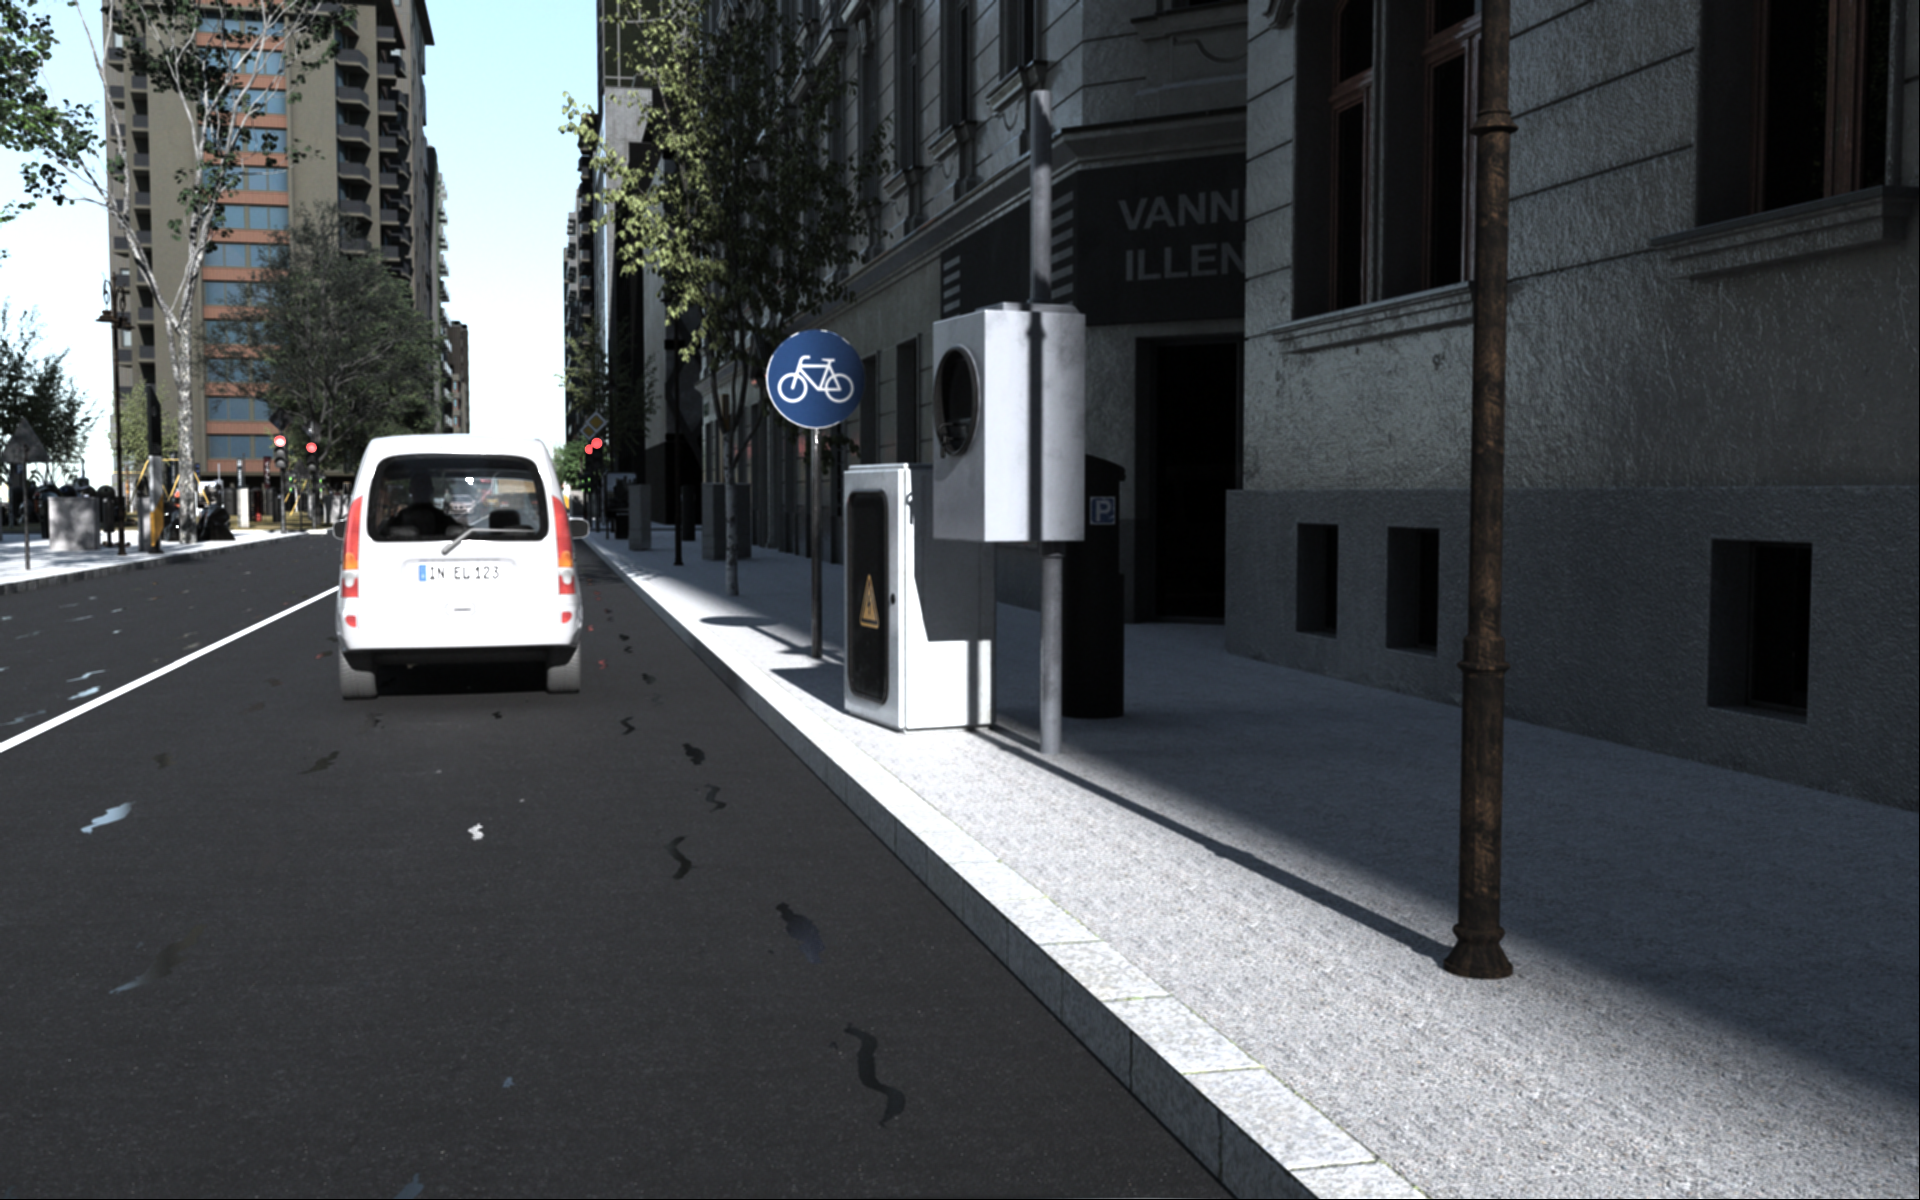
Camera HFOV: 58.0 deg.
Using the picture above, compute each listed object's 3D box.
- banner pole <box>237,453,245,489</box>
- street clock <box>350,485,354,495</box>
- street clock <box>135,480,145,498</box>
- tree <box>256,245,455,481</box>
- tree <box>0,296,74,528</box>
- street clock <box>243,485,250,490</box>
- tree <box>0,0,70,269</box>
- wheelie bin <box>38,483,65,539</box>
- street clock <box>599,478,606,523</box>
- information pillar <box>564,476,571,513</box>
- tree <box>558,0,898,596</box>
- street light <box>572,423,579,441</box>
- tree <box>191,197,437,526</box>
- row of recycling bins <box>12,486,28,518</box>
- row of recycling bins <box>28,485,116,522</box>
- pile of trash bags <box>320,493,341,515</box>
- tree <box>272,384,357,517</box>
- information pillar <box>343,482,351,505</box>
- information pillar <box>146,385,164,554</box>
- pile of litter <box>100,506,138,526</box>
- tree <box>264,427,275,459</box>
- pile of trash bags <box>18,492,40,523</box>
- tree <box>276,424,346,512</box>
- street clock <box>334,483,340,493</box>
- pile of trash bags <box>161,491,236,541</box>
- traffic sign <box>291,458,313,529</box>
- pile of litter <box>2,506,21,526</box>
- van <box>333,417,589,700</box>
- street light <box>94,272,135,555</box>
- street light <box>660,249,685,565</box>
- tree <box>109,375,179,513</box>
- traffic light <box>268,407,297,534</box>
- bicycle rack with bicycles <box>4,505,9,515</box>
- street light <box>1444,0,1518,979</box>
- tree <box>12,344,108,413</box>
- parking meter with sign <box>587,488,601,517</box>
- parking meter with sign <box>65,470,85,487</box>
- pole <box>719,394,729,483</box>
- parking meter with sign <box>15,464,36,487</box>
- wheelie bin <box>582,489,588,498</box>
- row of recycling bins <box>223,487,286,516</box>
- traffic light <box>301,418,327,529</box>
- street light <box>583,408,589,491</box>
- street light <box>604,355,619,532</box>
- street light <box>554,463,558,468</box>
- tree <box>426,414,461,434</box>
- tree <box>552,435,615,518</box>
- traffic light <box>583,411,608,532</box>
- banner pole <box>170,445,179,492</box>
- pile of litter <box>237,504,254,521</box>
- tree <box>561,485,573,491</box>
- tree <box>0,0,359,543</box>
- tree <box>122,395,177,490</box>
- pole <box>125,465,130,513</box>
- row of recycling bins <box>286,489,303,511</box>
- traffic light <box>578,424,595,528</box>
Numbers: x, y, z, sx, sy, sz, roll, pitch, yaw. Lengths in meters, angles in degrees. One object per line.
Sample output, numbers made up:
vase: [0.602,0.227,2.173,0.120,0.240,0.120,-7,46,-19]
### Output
banner pole: [-43.988,-7.099,106.085,0.863,3.779,0.401,2,4,28]
street clock: [-46.636,-7.856,133.018,0.358,2.002,0.471,1,4,19]
street clock: [-41.039,-5.024,86.713,0.471,2.002,0.358,2,4,24]
tree: [-30.530,-11.058,87.451,9.857,13.997,8.962,0,3,0]
tree: [-35.712,-7.032,65.339,4.737,8.622,4.395,0,3,0]
street clock: [-54.683,-7.844,132.822,0.471,2.002,0.358,1,4,12]
tree: [-15.532,-5.929,22.698,9.928,11.665,9.643,0,3,0]
wheelie bin: [-26.275,-2.583,50.135,0.693,1.594,0.980,-3,5,-41]
street clock: [-15.682,-4.378,76.152,0.471,2.002,0.358,0,4,2]
information pillar: [-26.197,-7.597,115.570,0.504,3.616,0.183,1,4,21]
tree: [-2.842,-4.347,21.428,4.737,8.622,4.395,0,3,0]
street light: [-24.702,-8.473,111.317,0.468,5.910,1.993,-1,4,-14]
tree: [-26.319,-9.820,70.921,12.009,13.543,11.850,0,3,0]
row of recycling bins: [-50.479,-5.317,94.046,1.069,1.692,3.534,0,4,-7]
row of recycling bins: [-40.884,-4.463,80.084,3.534,1.692,1.069,0,4,-6]
pile of trash bags: [-38.415,-5.883,105.937,1.912,1.369,3.447,-2,4,-34]
tree: [-36.386,-8.981,97.206,4.360,8.622,3.978,0,3,0]
information pillar: [-38.437,-6.370,108.649,0.304,2.012,0.304,1,4,16]
information pillar: [-17.366,-2.815,37.378,0.183,3.616,0.504,0,4,-1]
pile of litter: [-33.965,-3.441,70.218,1.719,0.858,1.176,-2,4,-23]
tree: [-47.546,-10.612,123.875,4.737,8.622,4.395,0,3,0]
pile of trash bags: [-40.872,-4.111,76.975,1.912,1.369,3.447,-2,4,-27]
tree: [-42.163,-10.004,113.925,4.737,8.622,4.395,0,3,0]
street clock: [-42.105,-6.885,117.140,0.358,2.002,0.471,0,4,5]
pile of trash bags: [-21.586,-2.371,48.512,1.912,1.369,3.447,-2,4,-33]
traffic sign: [-23.869,-3.833,62.677,0.884,2.594,0.081,-1,4,-11]
pile of litter: [-39.050,-3.443,70.261,1.719,0.858,1.176,-2,4,-32]
van: [-3.897,-0.402,13.578,2.013,2.044,4.112,-1,4,-15]
street light: [-17.592,-3.877,36.184,0.468,5.910,1.993,-1,4,-14]
street light: [-5.085,-3.567,31.114,0.468,5.910,1.993,-1,4,-14]
tree: [-50.561,-9.673,108.514,4.737,8.622,4.395,0,3,0]
traffic light: [-21.853,-4.095,55.877,0.839,4.253,0.868,-1,4,-14]
bicycle rack with bicycles: [-57.019,-5.650,105.756,2.925,0.926,2.852,0,4,-8]
street light: [1.395,-1.939,4.486,0.468,5.910,1.993,-1,4,-14]
tree: [-44.724,-8.265,85.493,4.360,8.622,3.978,0,3,0]
parking meter with sign: [-20.475,-6.167,97.096,1.738,3.016,0.543,3,5,44]
parking meter with sign: [-63.011,-7.736,122.745,0.543,3.016,1.738,3,5,39]
pole: [-4.822,-2.546,35.466,0.158,3.312,0.155,0,3,0]
parking meter with sign: [-54.209,-6.399,100.883,1.738,3.016,0.543,2,4,29]
wheelie bin: [-22.987,-5.981,105.701,0.693,1.594,0.980,1,4,20]
row of recycling bins: [-42.417,-5.903,103.622,3.534,1.692,1.069,1,4,9]
traffic light: [-23.748,-4.570,63.635,0.839,4.253,0.868,-1,4,-14]
street light: [-18.217,-6.863,85.000,0.468,5.910,1.993,-1,4,-14]
street light: [-11.624,-5.199,57.790,0.468,5.910,1.993,-1,4,-14]
street light: [-49.545,-14.694,213.038,0.468,5.910,1.993,-1,4,-14]
tree: [-46.157,-12.471,154.257,4.360,8.622,3.978,0,3,0]
tree: [-20.202,-6.681,92.944,4.285,4.588,4.351,0,3,0]
traffic light: [-12.228,-4.239,58.235,0.839,4.253,0.868,-1,4,-14]
banner pole: [-41.008,-6.154,90.642,0.401,3.779,0.863,1,4,22]
pile of litter: [-34.396,-4.268,83.751,1.176,0.858,1.719,0,4,0]
tree: [-42.724,-11.927,189.614,1.663,3.219,1.824,0,3,0]
tree: [-21.505,-11.574,45.117,12.611,20.169,13.585,0,3,0]
tree: [-59.973,-10.886,128.345,4.360,8.622,3.978,0,3,0]
pole: [-57.790,-7.731,120.239,0.158,3.312,0.155,0,3,0]
row of recycling bins: [-50.754,-7.605,131.459,1.069,1.692,3.534,1,4,13]
traffic light: [-14.122,-4.714,65.993,0.839,4.253,0.868,-1,4,-14]
